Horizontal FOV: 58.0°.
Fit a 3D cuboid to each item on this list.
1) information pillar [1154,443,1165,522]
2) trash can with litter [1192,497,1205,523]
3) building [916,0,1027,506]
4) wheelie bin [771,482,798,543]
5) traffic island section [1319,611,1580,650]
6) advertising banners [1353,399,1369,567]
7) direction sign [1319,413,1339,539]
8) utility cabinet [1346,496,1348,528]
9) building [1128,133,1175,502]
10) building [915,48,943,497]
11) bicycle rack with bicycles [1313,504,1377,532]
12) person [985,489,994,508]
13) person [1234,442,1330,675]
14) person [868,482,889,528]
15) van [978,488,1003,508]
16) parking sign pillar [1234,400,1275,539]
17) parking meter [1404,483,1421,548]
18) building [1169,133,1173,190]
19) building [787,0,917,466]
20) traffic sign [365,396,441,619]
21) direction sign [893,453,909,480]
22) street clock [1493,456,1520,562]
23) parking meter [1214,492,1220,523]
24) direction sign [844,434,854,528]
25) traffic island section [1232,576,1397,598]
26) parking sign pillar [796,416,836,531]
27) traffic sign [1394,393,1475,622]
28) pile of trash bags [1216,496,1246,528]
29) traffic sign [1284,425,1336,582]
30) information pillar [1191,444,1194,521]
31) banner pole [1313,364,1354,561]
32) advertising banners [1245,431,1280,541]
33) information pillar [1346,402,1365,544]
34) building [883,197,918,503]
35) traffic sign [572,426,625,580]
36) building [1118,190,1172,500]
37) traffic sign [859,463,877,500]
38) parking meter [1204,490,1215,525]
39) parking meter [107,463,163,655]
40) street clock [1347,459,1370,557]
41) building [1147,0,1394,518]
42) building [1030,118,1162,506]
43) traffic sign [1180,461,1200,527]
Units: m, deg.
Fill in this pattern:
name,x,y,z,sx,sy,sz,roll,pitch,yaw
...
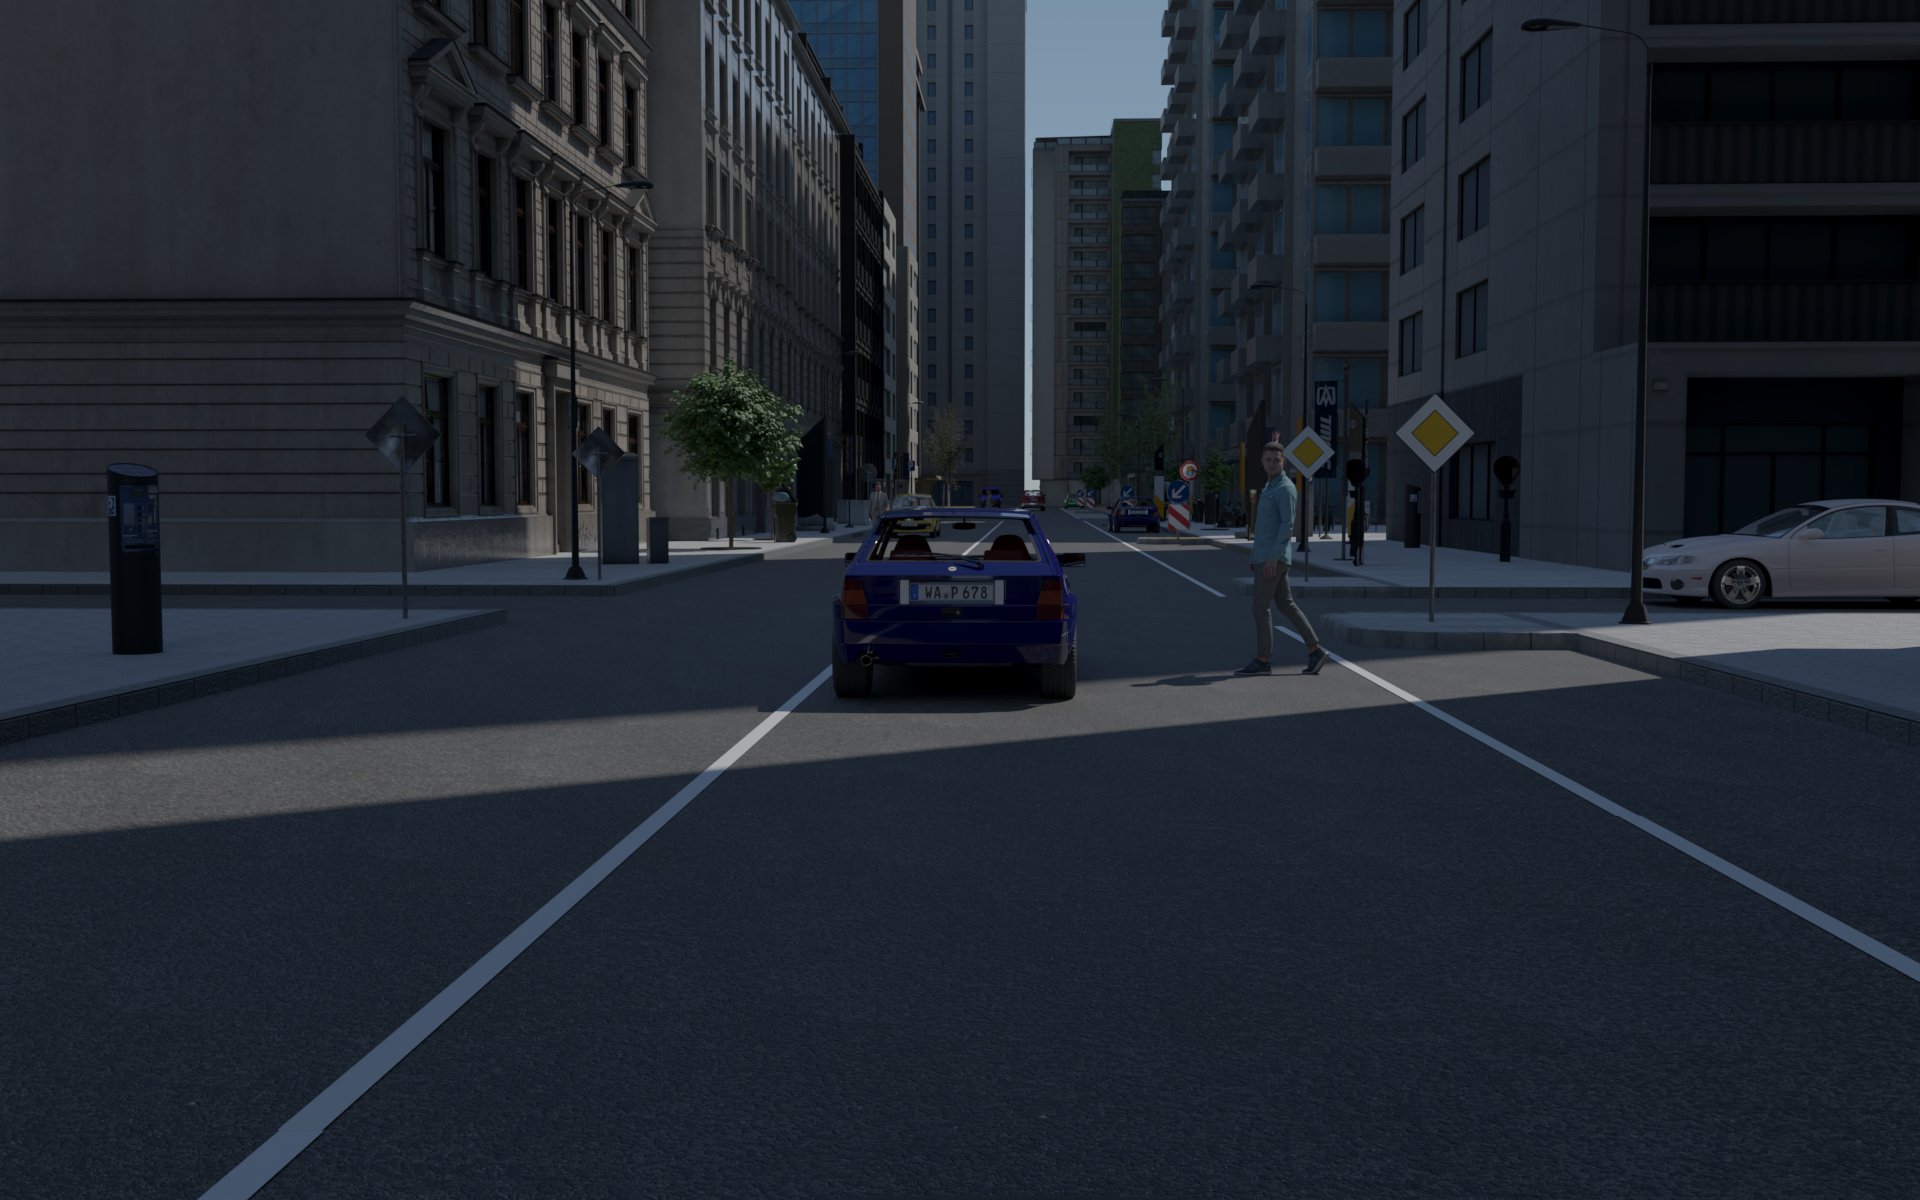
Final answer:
name,x,y,z,sx,sy,sz,roll,pitch,yaw
information pillar,9.174,-5.399,79.623,0.504,3.616,0.183,3,4,37
trash can with litter,10.873,-4.024,77.183,1.055,1.170,0.624,1,4,11
building,-6.643,-39.995,195.915,28.212,58.520,21.231,0,4,2
wheelie bin,-4.676,-2.331,46.020,0.693,1.594,0.980,-1,4,-14
traffic island section,4.749,0.300,17.384,2.009,0.180,2.903,0,4,2
advertising banners,7.296,-2.155,31.429,0.090,3.025,2.074,1,4,19
direction sign,10.381,-3.486,48.999,0.379,3.537,0.876,-2,4,-30
utility cabinet,15.038,-3.393,66.631,0.306,1.237,1.020,2,4,25
building,30.796,-27.843,147.116,32.217,40.220,23.993,0,4,2
building,-16.457,-31.156,164.020,28.867,44.769,22.147,0,4,2
bicycle rack with bicycles,13.119,-2.833,59.696,2.852,0.926,2.925,2,4,26
person,1.433,-4.655,85.608,0.522,1.701,0.512,0,4,6
person,2.550,-0.325,13.674,0.748,1.841,0.638,1,4,11
person,-2.403,-2.595,51.196,0.678,1.792,0.850,0,4,6
van,2.854,-9.465,159.131,2.240,2.365,5.245,0,4,2
parking sign pillar,8.707,-3.778,50.239,1.447,3.967,1.447,-1,4,-8
parking meter,10.778,-2.008,41.236,0.372,1.533,0.369,0,3,0
building,36.551,-33.097,195.756,28.867,44.769,22.147,0,4,2
building,-10.807,-29.751,136.545,14.600,45.320,14.200,0,4,2
traffic sign,-5.709,-0.864,17.772,0.795,2.450,0.064,0,4,2
direction sign,-3.216,-6.307,95.119,0.876,3.537,0.379,-1,4,-11
street clock,10.311,-1.721,32.705,0.471,2.002,0.358,1,4,22
parking meter,11.259,-4.160,76.424,0.372,1.533,0.369,0,3,0
direction sign,-4.228,-4.534,66.125,0.379,3.537,0.876,1,4,15
traffic island section,5.090,-0.188,25.362,2.009,0.180,2.903,0,4,2
parking sign pillar,-5.065,-4.400,60.414,1.447,3.967,1.447,3,4,36
traffic sign,4.725,-0.836,17.308,0.795,2.450,0.064,0,4,2
pile of trash bags,11.242,-3.484,66.720,1.912,1.369,3.447,2,4,30
traffic sign,5.066,-1.324,25.285,0.795,2.450,0.064,0,4,2
information pillar,10.959,-5.521,81.616,0.183,3.616,0.504,1,4,16
banner pole,7.235,-2.664,33.568,0.863,3.779,0.401,2,4,32
advertising banners,8.405,-3.163,47.908,0.090,3.025,2.074,2,4,35
information pillar,10.086,-3.227,44.123,0.183,3.616,0.504,-2,4,-32
building,-17.601,-16.574,116.032,27.650,21.520,28.899,0,4,2
traffic sign,-5.368,-1.352,25.750,0.795,2.450,0.064,0,4,2
building,22.219,-24.166,166.810,14.160,30.474,14.107,0,4,2
traffic sign,-3.830,-4.401,72.069,0.768,2.556,0.104,0,4,7
parking meter,10.463,-4.095,72.667,0.399,1.863,0.255,-3,4,-37
parking meter,-6.638,-0.338,13.937,0.372,1.533,0.369,0,3,0
street clock,8.130,-1.892,35.509,0.471,2.002,0.358,3,5,41
building,25.575,-30.597,119.870,23.786,49.044,30.456,0,4,2
building,14.889,-31.093,191.962,14.086,41.232,14.154,0,4,2
traffic sign,8.851,-4.072,66.676,0.768,2.556,0.104,0,4,5
